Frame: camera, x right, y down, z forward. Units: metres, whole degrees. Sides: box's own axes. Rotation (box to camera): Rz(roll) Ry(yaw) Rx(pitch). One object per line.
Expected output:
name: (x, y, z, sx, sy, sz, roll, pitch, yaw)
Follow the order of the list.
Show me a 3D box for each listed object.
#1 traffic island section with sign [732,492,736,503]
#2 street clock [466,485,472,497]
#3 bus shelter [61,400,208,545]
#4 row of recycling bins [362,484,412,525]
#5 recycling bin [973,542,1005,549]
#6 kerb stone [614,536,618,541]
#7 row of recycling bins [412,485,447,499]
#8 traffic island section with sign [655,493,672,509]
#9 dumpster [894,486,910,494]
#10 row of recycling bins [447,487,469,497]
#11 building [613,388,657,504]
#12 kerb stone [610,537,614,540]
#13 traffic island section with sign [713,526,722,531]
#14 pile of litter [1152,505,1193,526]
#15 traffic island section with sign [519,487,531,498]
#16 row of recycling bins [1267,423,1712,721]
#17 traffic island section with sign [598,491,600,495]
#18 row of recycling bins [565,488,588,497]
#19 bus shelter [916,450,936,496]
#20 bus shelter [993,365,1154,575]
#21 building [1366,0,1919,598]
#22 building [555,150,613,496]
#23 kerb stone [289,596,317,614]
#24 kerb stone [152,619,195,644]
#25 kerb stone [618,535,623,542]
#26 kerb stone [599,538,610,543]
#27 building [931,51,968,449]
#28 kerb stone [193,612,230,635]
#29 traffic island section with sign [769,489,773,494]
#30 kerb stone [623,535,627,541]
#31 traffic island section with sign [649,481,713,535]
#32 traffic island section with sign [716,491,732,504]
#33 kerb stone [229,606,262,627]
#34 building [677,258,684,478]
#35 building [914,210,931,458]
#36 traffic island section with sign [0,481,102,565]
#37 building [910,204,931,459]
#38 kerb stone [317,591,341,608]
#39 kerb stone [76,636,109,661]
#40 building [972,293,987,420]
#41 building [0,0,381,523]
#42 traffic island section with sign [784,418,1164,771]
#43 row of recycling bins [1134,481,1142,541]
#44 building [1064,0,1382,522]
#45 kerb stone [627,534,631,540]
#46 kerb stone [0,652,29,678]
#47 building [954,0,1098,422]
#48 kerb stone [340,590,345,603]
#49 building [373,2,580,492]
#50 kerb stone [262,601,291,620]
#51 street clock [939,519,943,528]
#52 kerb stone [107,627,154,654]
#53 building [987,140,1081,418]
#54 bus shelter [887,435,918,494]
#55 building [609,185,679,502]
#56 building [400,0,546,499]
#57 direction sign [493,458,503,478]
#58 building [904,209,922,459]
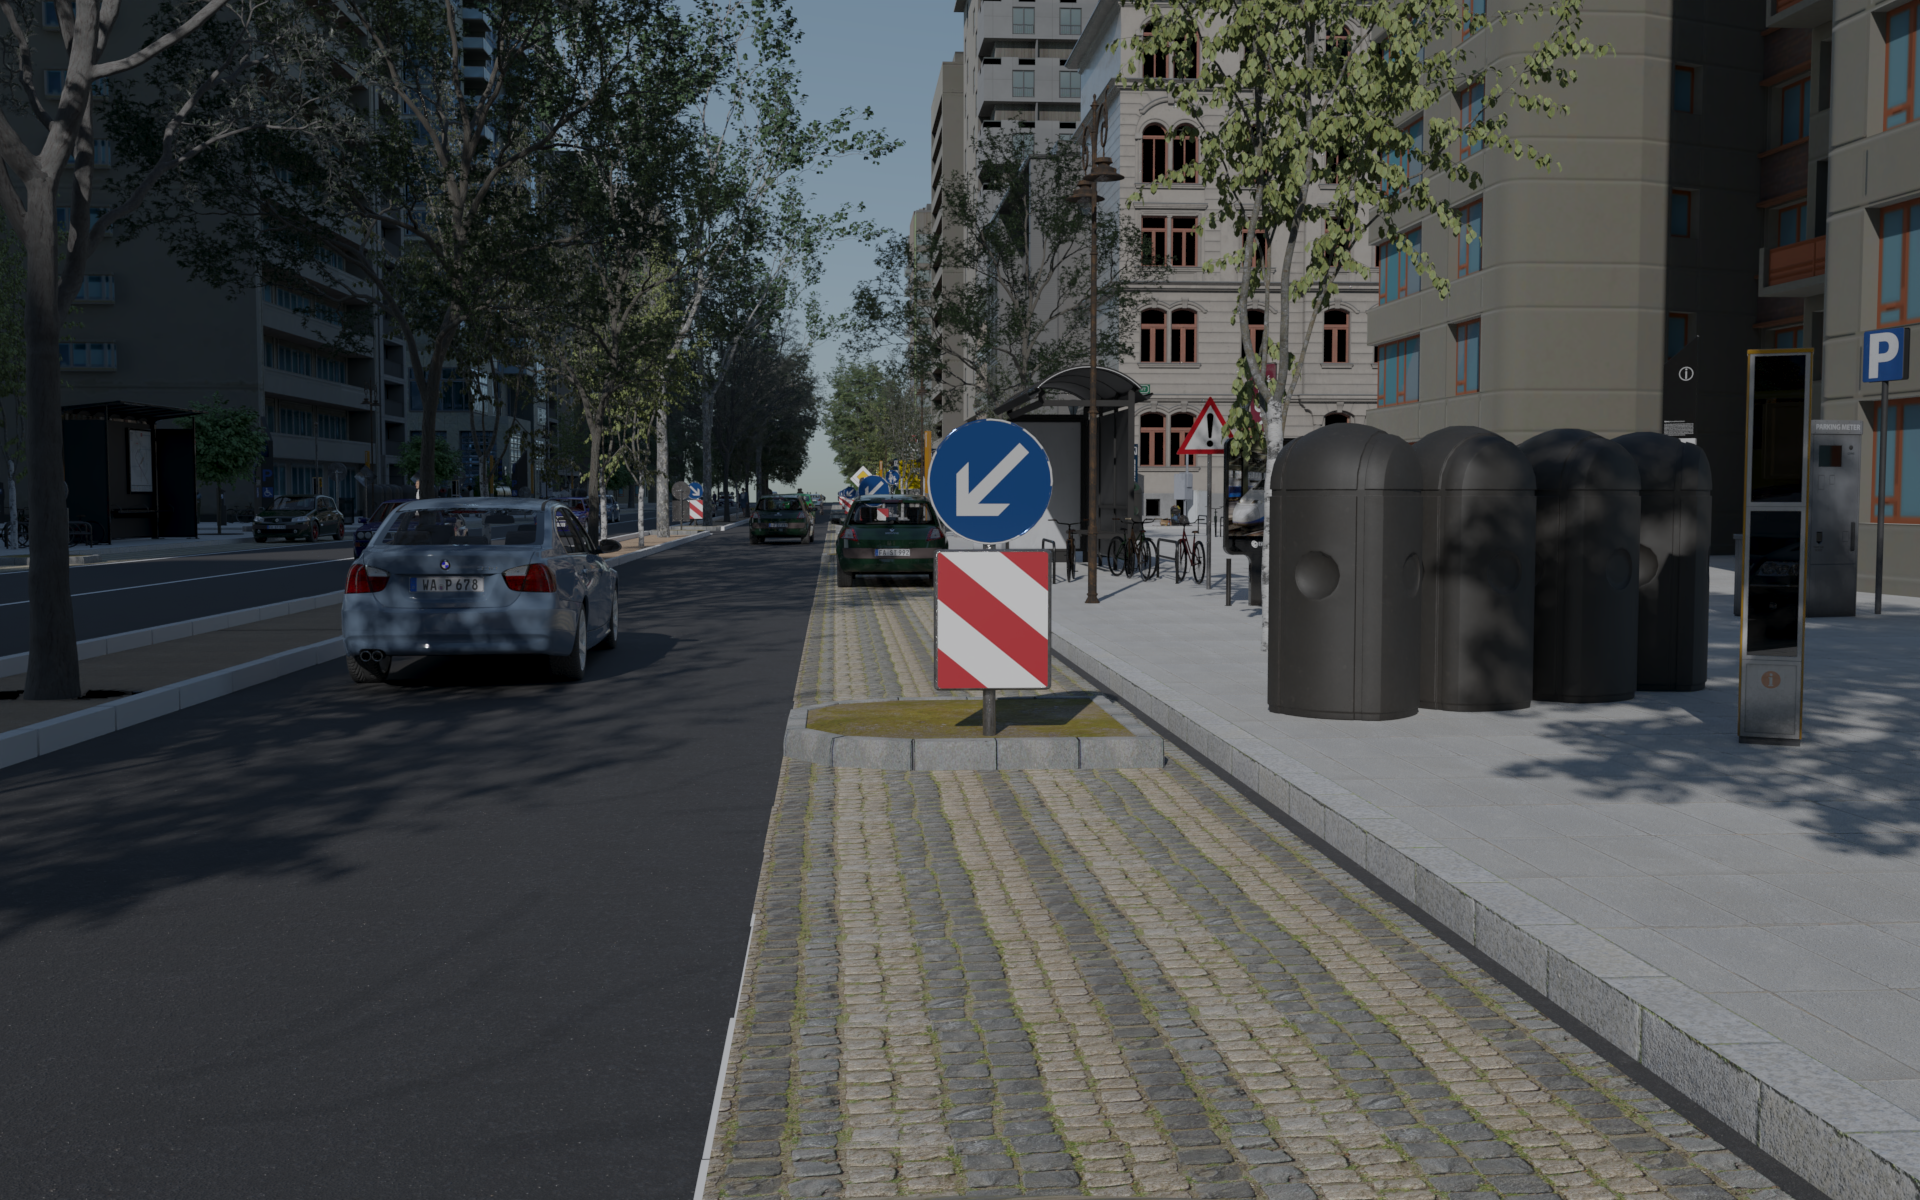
traffic island section with sign: (-36.386, -16.427, 277.208, 1.989, 1.847, 2.006, 0, 4, -4)
street clock: (-40.279, -8.415, 142.161, 0.471, 2.002, 0.358, -2, 4, -25)
bus shelter: (-22.074, -3.371, 46.391, 1.731, 3.624, 6.357, 0, 4, -4)
row of recycling bins: (-24.409, -4.056, 73.427, 1.069, 1.692, 3.534, 0, 4, -2)
recycling bin: (0.748, -1.652, 39.566, 0.722, 1.027, 0.722, 2, 4, 24)
kerb stone: (-10.191, -1.740, 50.680, 0.120, 0.150, 1.000, 0, 4, -4)
row of recycling bins: (-24.159, -4.295, 77.334, 1.069, 1.692, 3.534, 0, 4, 2)
traffic island section with sign: (-28.463, -9.744, 167.936, 1.989, 1.847, 2.006, 0, 4, -4)
dumpster: (-3.239, -6.255, 104.760, 1.502, 2.255, 1.985, 0, 4, -4)
row of recycling bins: (-28.995, -5.438, 96.019, 3.534, 1.692, 1.069, 0, 4, -5)
building: (-58.037, -24.624, 247.640, 27.650, 21.520, 28.899, 0, 4, -4)
kerb stone: (-10.115, -1.676, 49.660, 0.120, 0.150, 1.000, 0, 4, -4)
traffic island section with sign: (-10.445, -3.700, 68.626, 2.006, 1.907, 1.989, 0, 4, -4)
pile of litter: (8.554, -3.416, 69.824, 1.719, 0.858, 1.176, 0, 3, 0)
traffic island section with sign: (-22.894, -5.040, 91.038, 1.989, 1.847, 2.006, 0, 4, -4)
row of recycling bins: (3.437, -0.227, 10.822, 3.534, 1.692, 1.069, -2, 4, -32)
traffic island section with sign: (-24.844, -6.685, 117.922, 1.989, 1.847, 2.006, 0, 4, -4)
row of recycling bins: (-28.712, -7.457, 129.039, 1.069, 1.692, 3.534, -2, 4, -32)
bus shelter: (-0.934, -5.241, 79.620, 2.014, 3.302, 5.546, 0, 4, -4)
bus shelter: (1.824, -2.201, 29.904, 2.014, 3.302, 5.546, 0, 4, -4)
building: (25.074, -11.304, 29.863, 27.650, 21.520, 28.899, 0, 4, -4)
building: (-48.292, -31.594, 200.150, 14.154, 41.232, 14.086, 0, 4, -4)
kerb stone: (-8.034, 0.073, 20.995, 0.120, 0.150, 1.000, 0, 4, -4)
kerb stone: (-7.742, 0.325, 16.902, 0.120, 0.150, 1.000, 0, 4, -4)
kerb stone: (-10.262, -1.805, 51.709, 0.120, 0.150, 1.000, 0, 4, -4)
kerb stone: (-10.036, -1.617, 48.634, 0.120, 0.150, 1.000, 0, 4, -4)
building: (8.100, -34.502, 187.810, 21.300, 48.544, 21.600, 0, 4, -4)
kerb stone: (-7.814, 0.261, 17.926, 0.120, 0.150, 1.000, 0, 4, -4)
traffic island section with sign: (-15.884, -8.283, 143.568, 2.006, 1.907, 1.989, 0, 4, -4)
kerb stone: (-10.339, -1.867, 52.729, 0.120, 0.150, 1.000, 0, 4, -4)
traffic island section with sign: (-9.920, -3.248, 61.238, 2.006, 1.907, 1.989, 0, 4, -4)
traffic island section with sign: (-34.425, -14.783, 250.324, 1.989, 1.847, 2.006, 0, 4, -4)
kerb stone: (-7.891, 0.199, 18.948, 0.120, 0.150, 1.000, 0, 4, -4)
building: (-54.174, -37.171, 291.346, 14.154, 41.232, 14.086, 0, 4, -4)
building: (0.343, -34.731, 251.444, 14.154, 41.232, 14.086, 0, 4, -4)
traffic island section with sign: (-18.877, -1.649, 35.592, 1.989, 1.847, 2.006, 0, 4, -4)
building: (-0.495, -37.684, 266.238, 14.600, 45.320, 14.200, 0, 4, -4)
kerb stone: (-8.105, 0.016, 22.020, 0.120, 0.150, 1.000, 0, 4, -4)
kerb stone: (-7.597, 0.449, 14.856, 0.120, 0.150, 1.000, 0, 4, -4)
building: (6.643, -16.599, 136.021, 10.561, 19.102, 19.286, 0, 4, -4)
building: (-43.189, -28.341, 87.084, 21.300, 48.544, 21.600, 0, 4, -4)
traffic island section with sign: (0.002, -0.076, 9.870, 1.989, 1.847, 2.006, 0, 4, -4)
row of recycling bins: (3.258, -2.495, 47.898, 3.534, 1.692, 1.069, 0, 4, -3)
building: (17.691, -18.159, 84.286, 23.554, 28.519, 14.401, 0, 4, -4)
kerb stone: (-10.415, -1.930, 53.750, 0.120, 0.150, 1.000, 0, 4, -4)
kerb stone: (-7.519, 0.514, 13.832, 0.120, 0.150, 1.000, 0, 4, -4)
building: (14.662, -35.090, 162.965, 28.713, 52.752, 27.495, 0, 4, -4)
kerb stone: (-8.187, -0.052, 23.051, 0.120, 0.150, 1.000, 0, 4, -4)
building: (-51.252, -45.447, 181.305, 20.563, 71.187, 20.611, 0, 4, -4)
kerb stone: (-7.964, 0.138, 19.968, 0.120, 0.150, 1.000, 0, 4, -4)
street clock: (-0.587, -3.082, 54.962, 0.358, 2.002, 0.471, 2, 4, 28)
kerb stone: (-7.672, 0.387, 15.882, 0.120, 0.150, 1.000, 0, 4, -4)
building: (9.896, -17.879, 111.396, 14.314, 24.678, 30.058, 0, 4, -4)
bus shelter: (-3.721, -8.338, 113.951, 2.179, 5.291, 8.768, 0, 4, -4)
building: (-56.155, -39.704, 272.864, 21.300, 48.544, 21.600, 0, 4, -4)
building: (-49.462, -51.527, 155.142, 22.319, 86.520, 31.000, 0, 4, -4)
direction sign: (-29.175, -7.163, 109.114, 0.876, 3.537, 0.379, 1, 4, 23)
building: (2.074, -40.954, 289.200, 23.786, 49.044, 30.456, 0, 4, -4)
